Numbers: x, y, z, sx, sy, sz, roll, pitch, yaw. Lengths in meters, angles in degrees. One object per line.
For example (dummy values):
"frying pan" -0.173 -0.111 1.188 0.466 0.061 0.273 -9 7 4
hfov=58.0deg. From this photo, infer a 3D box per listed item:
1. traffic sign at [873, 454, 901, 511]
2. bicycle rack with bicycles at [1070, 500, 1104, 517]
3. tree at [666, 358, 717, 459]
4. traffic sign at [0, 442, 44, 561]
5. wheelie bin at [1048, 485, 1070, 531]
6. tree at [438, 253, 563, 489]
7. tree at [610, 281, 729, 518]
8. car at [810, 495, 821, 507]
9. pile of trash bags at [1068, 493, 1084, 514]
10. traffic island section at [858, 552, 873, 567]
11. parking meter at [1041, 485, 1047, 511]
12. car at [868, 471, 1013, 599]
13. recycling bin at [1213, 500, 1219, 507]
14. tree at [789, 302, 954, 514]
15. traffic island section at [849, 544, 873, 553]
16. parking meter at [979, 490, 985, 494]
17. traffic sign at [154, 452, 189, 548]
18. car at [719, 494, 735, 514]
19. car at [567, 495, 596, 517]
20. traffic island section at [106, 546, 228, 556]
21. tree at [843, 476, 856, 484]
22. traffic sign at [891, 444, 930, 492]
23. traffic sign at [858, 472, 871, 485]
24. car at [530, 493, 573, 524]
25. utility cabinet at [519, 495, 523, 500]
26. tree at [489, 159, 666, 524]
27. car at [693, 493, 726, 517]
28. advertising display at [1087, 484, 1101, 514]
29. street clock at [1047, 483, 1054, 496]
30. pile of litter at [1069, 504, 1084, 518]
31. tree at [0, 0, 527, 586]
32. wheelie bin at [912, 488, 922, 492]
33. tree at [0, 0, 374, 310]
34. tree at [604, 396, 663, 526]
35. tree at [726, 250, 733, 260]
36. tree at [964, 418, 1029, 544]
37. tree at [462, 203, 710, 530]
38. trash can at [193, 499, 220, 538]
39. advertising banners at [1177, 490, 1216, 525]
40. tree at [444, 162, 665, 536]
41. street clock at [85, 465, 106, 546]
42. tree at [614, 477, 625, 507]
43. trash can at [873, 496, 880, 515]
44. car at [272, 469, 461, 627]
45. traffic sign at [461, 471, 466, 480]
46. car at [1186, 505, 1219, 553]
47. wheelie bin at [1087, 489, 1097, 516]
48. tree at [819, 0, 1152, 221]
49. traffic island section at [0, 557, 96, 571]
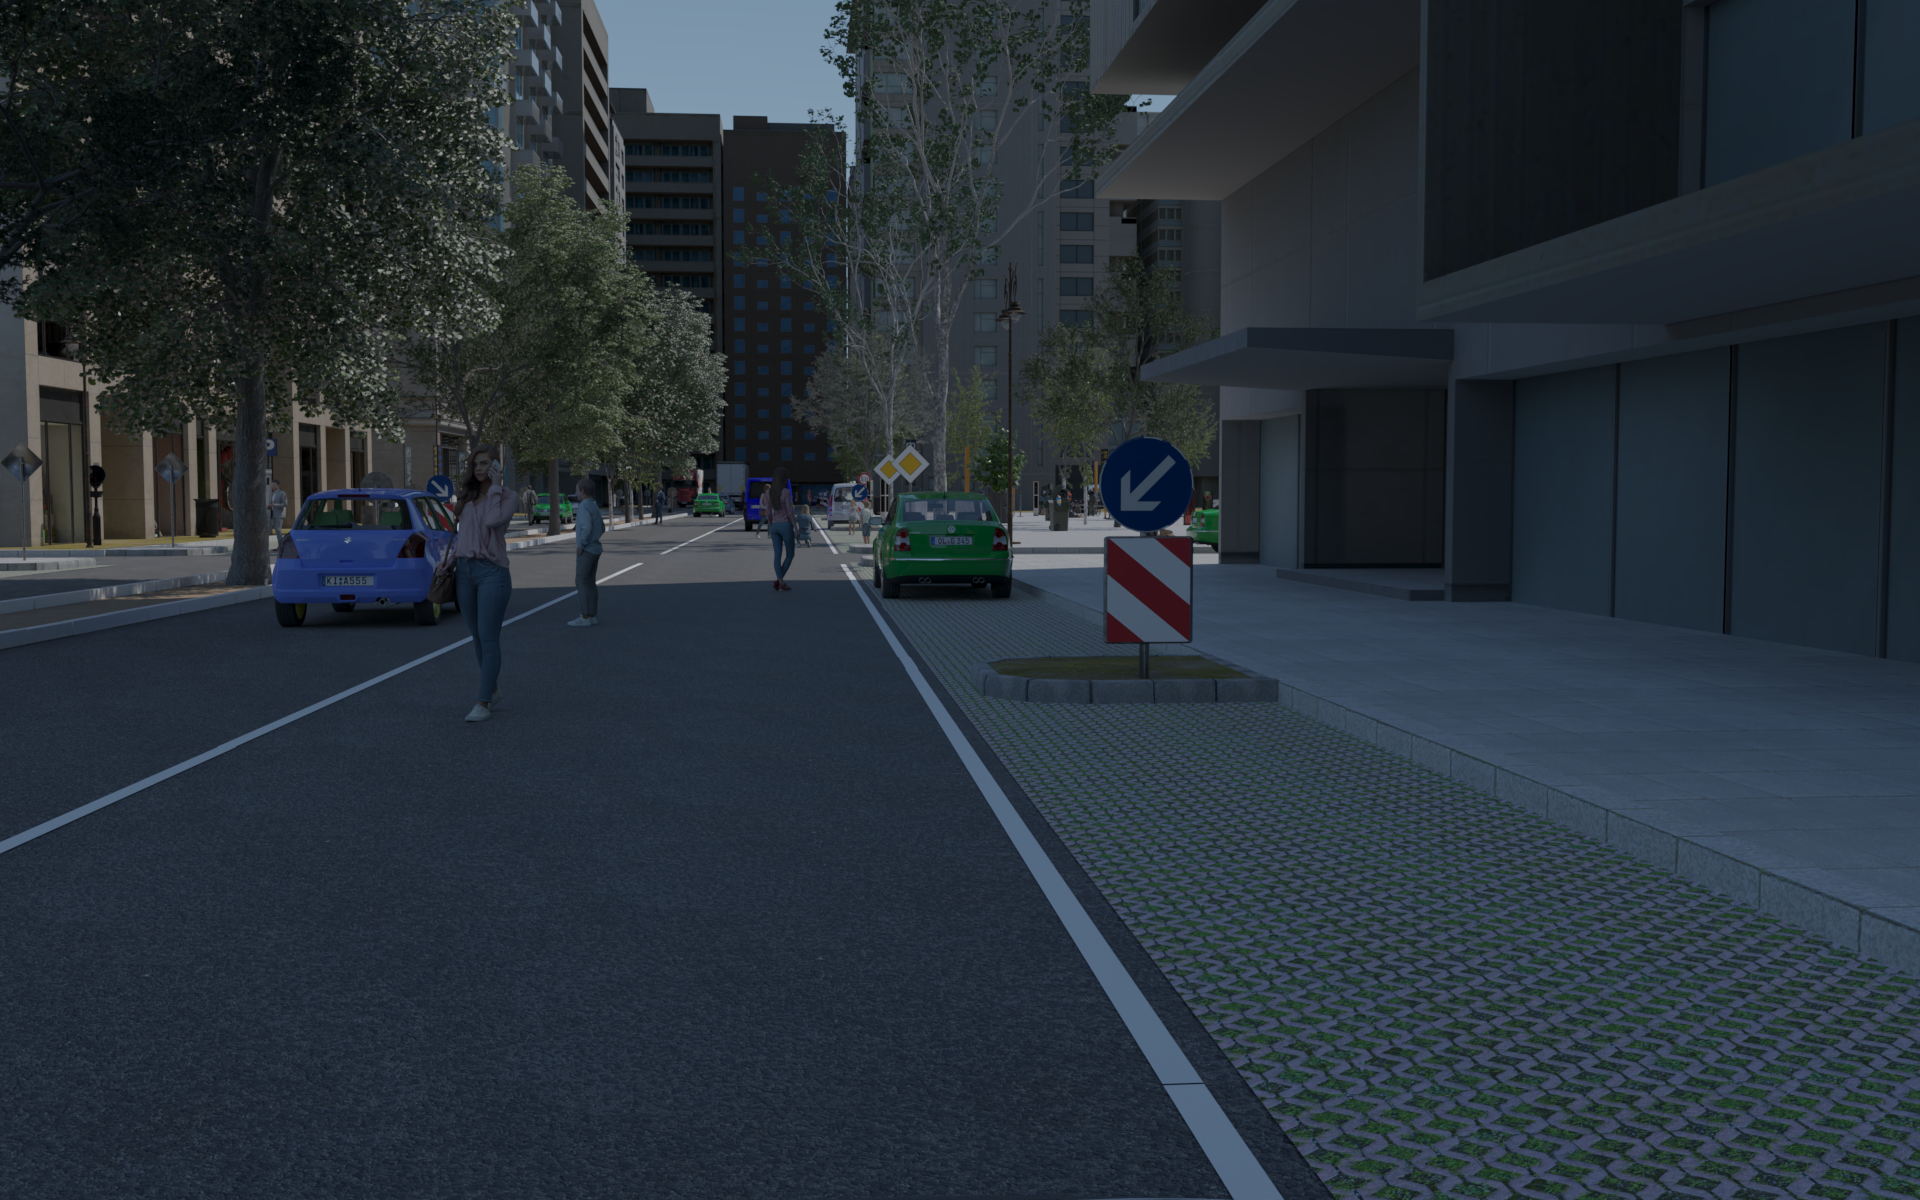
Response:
"traffic sign" -1.752 -2.397 42.840 0.795 2.450 0.064 0 4 -5
"bicycle rack with bicycles" 6.984 -5.250 99.225 2.852 0.926 2.925 2 4 28
"tree" -15.929 -8.941 83.047 8.767 10.594 7.601 0 4 -5
"traffic sign" -18.024 -1.815 33.314 0.795 2.450 0.064 0 4 -5
"wheelie bin" 3.451 -3.194 60.125 0.693 1.594 0.980 -1 4 -14
"tree" -13.712 -6.035 51.491 4.360 8.622 3.978 0 3 0
"tree" -18.308 -11.928 104.141 9.857 13.997 8.962 0 3 0
"car" -14.573 -10.031 176.582 1.945 1.354 3.894 0 4 -4
"pile of trash bags" 7.544 -6.452 115.235 1.912 1.369 3.447 -1 4 -13
"traffic island section" -0.980 -0.776 34.969 2.009 0.180 2.903 0 4 -5
"parking meter" 5.331 -6.366 109.794 0.399 1.863 0.255 0 4 -4
"car" -0.320 -0.994 25.044 1.959 1.807 4.718 0 4 -5
"recycling bin" 11.445 -4.018 78.242 0.722 1.027 0.722 -1 4 -11
"tree" -5.798 -12.263 110.866 12.009 13.543 11.850 0 3 0
"traffic island section" -1.729 -1.262 42.919 2.009 0.180 2.903 0 4 -5
"parking meter" 1.458 -6.543 115.384 0.372 1.533 0.369 0 3 0
"traffic sign" -18.773 -2.301 41.264 0.795 2.450 0.064 0 4 -5
"car" -16.968 -6.779 122.831 2.014 1.417 4.499 0 4 -4
"car" -21.224 -5.164 96.428 2.014 1.417 4.499 0 4 -6
"traffic island section" -18.796 -1.165 41.323 2.009 0.180 2.903 0 4 -5
"tree" -10.364 -10.017 158.385 1.663 3.219 1.824 0 3 0
"traffic sign" -1.003 -1.911 34.890 0.795 2.450 0.064 0 4 -5
"traffic sign" -5.631 -6.243 102.182 0.768 2.556 0.104 0 4 -1
"car" -19.823 -4.591 83.864 1.959 1.807 4.718 0 4 -7
"utility cabinet" -28.702 -6.439 113.950 0.318 1.500 1.173 0 4 -2
"tree" -12.484 -6.615 45.018 8.767 10.594 7.601 0 4 -5
"car" -15.621 -6.063 107.920 1.959 1.807 4.718 0 4 -4
"advertising display" 8.548 -6.444 110.574 0.974 1.923 0.123 -2 4 -32
"street clock" 5.983 -6.746 114.863 0.358 2.002 0.471 3 4 36
"pile of litter" 6.135 -4.878 93.724 1.176 0.858 1.719 0 4 -1
"tree" -11.207 -7.208 26.959 9.857 13.997 8.962 0 3 0
"wheelie bin" -2.282 -5.043 90.359 0.693 1.594 0.980 -3 5 -42
"tree" -10.000 -4.941 17.658 8.767 10.594 7.601 0 4 -5
"tree" -15.529 -7.587 76.859 4.737 8.622 4.395 0 3 0
"tree" -4.824 -14.103 86.478 12.611 20.169 13.585 0 3 0
"tree" 0.916 -3.050 44.464 1.663 3.219 1.824 0 3 0
"tree" -14.835 -9.088 68.050 9.611 12.733 9.660 0 3 0
"trash can" -22.108 -2.397 50.850 0.748 1.137 0.748 0 3 0
"advertising banners" 9.467 -4.589 71.220 2.074 3.025 0.090 0 3 0
"tree" -14.062 -8.494 59.456 7.486 12.596 7.792 0 3 0
"street clock" -21.528 -2.361 43.166 0.471 2.002 0.358 -2 4 -24
"tree" -34.695 -11.102 176.116 1.663 3.219 1.824 0 3 0
"trash can" -4.895 -5.650 104.027 0.748 1.137 0.748 0 3 0
"car" -6.675 -0.641 20.074 1.945 1.707 3.694 0 4 -7
"traffic sign" -24.870 -5.357 87.699 0.768 2.556 0.104 0 4 -5
"car" 7.714 -1.951 40.700 4.718 1.807 1.959 0 4 -4
"wheelie bin" 7.724 -5.770 102.254 0.693 1.594 0.980 0 4 8
"tree" -0.018 -12.065 53.155 12.611 20.169 13.585 0 3 0
"traffic island section" -18.047 -0.678 33.373 2.009 0.180 2.903 0 4 -5
